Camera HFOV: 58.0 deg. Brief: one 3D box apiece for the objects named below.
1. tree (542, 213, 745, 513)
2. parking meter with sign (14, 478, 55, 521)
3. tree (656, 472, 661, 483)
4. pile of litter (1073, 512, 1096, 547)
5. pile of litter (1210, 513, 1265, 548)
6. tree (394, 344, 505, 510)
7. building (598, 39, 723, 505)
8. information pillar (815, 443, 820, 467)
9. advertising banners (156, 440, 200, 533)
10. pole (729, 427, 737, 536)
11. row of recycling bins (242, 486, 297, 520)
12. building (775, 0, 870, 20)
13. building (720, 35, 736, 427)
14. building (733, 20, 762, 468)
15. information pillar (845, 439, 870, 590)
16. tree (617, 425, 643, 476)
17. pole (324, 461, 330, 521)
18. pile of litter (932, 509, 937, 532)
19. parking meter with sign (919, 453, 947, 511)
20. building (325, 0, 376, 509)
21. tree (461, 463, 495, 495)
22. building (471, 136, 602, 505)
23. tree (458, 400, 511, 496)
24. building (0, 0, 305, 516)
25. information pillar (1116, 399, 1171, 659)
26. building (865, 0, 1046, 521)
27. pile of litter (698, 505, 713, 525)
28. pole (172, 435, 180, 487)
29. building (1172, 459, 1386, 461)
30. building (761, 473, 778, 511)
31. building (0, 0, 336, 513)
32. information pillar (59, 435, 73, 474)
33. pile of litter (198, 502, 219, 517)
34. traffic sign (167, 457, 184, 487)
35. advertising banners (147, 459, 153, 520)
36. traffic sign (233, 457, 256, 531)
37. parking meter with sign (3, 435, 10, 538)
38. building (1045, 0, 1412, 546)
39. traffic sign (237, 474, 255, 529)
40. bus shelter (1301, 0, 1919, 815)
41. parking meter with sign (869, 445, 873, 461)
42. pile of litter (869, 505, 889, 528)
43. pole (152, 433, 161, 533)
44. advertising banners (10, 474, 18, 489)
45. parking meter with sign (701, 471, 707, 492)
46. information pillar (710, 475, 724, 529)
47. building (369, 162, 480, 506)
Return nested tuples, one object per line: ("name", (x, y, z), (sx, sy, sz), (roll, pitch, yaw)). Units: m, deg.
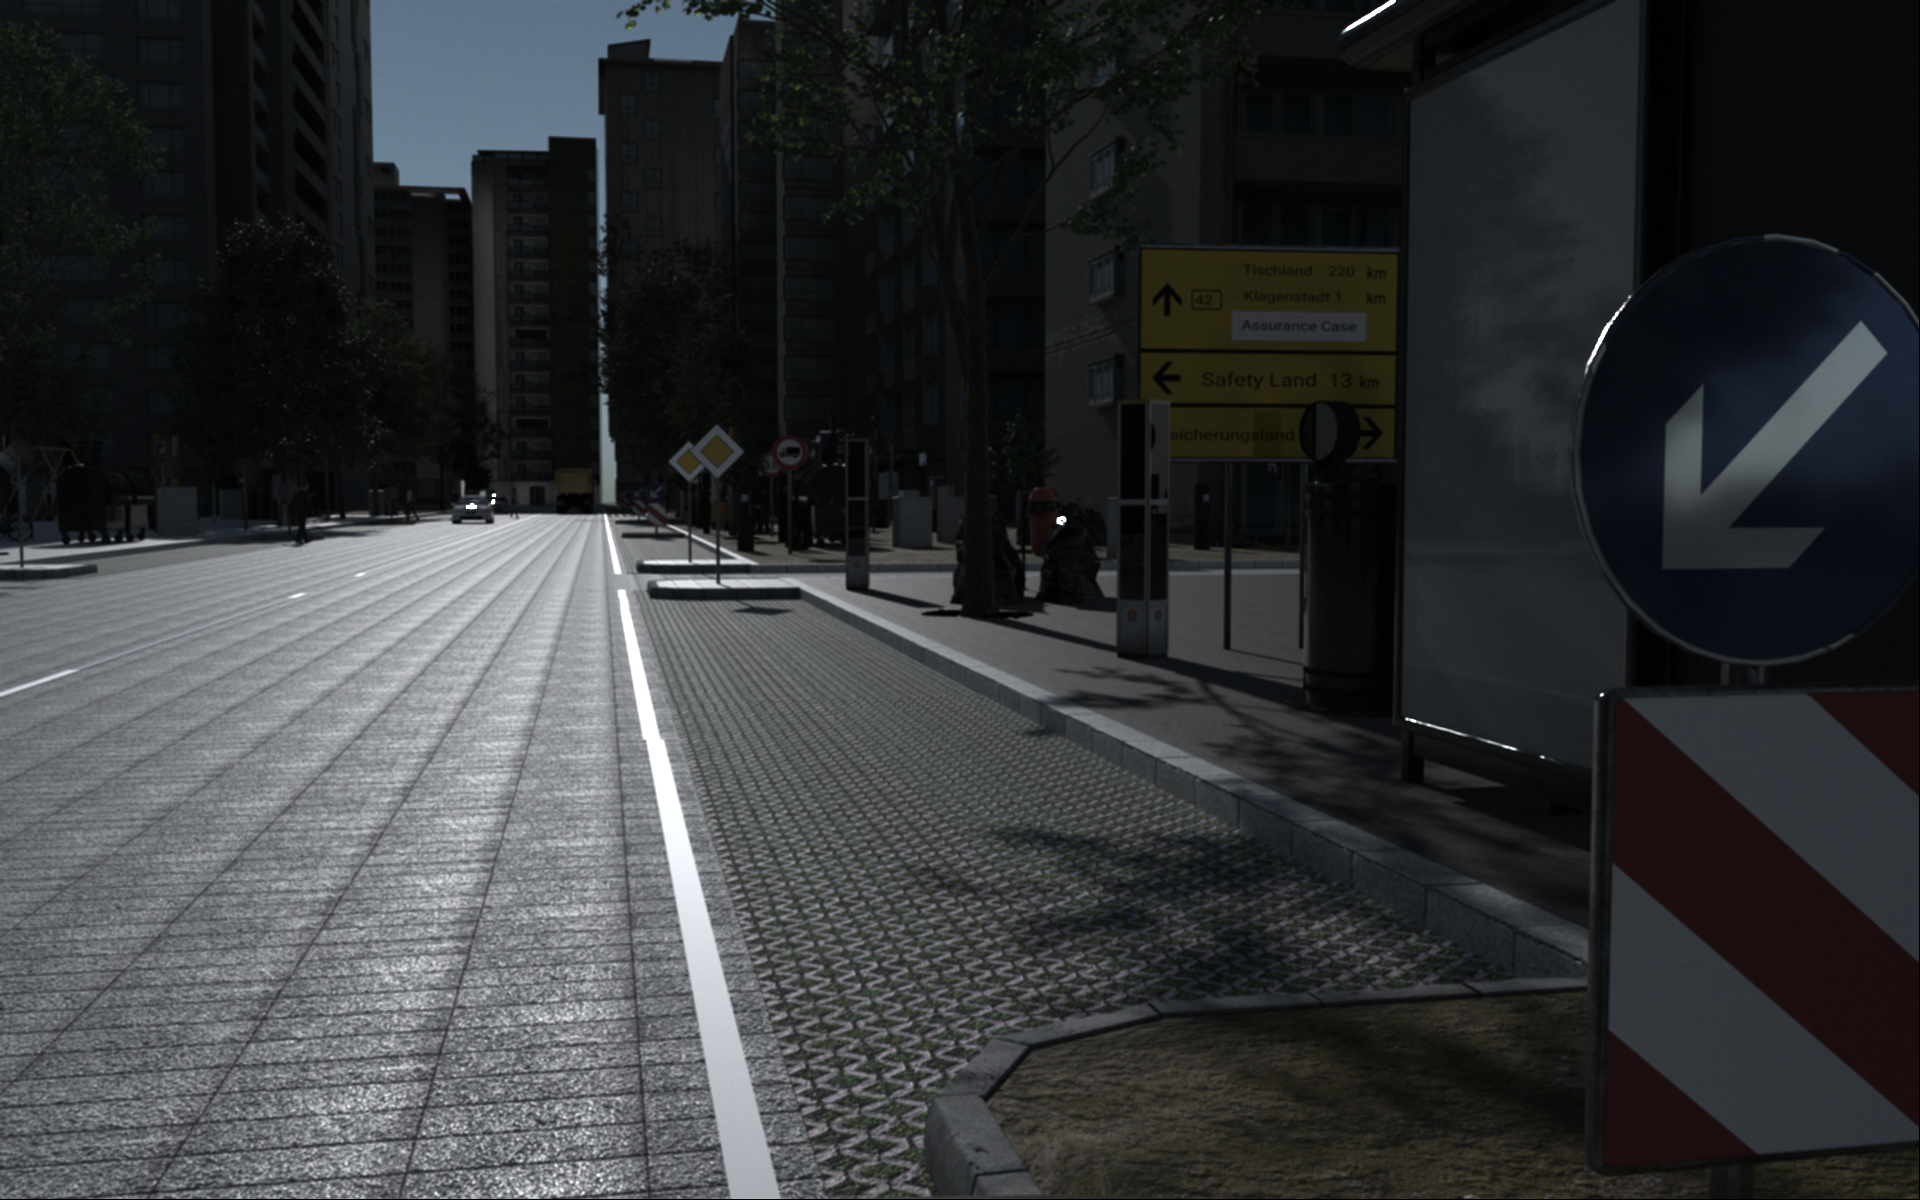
("tree", (-21.380, -16.047, 118.261), (12.611, 20.169, 13.585), (0, 3, 0))
("parking meter with sign", (-44.107, -5.269, 82.416), (1.738, 3.016, 0.543), (-1, 4, -9))
("tree", (-23.460, -8.648, 135.989), (1.663, 3.219, 1.824), (0, 3, 0))
("pile of litter", (2.613, -1.635, 40.697), (1.176, 0.858, 1.719), (2, 4, 32))
("pile of litter", (6.690, -1.708, 41.889), (1.176, 0.858, 1.719), (-1, 4, -12))
("tree", (-42.436, -14.152, 141.750), (12.009, 13.543, 11.850), (0, 3, 0))
("building", (-29.786, -38.055, 211.444), (27.495, 52.752, 28.713), (-1, 4, -12))
("information pillar", (-6.026, -5.081, 74.434), (0.504, 3.616, 0.183), (3, 5, 43))
("advertising banners", (-25.436, -3.675, 56.277), (2.074, 3.025, 0.090), (2, 4, 30))
("pole", (-6.947, -3.616, 52.958), (0.158, 3.312, 0.155), (0, 3, 0))
("row of recycling bins", (-34.166, -4.818, 85.889), (3.534, 1.692, 1.069), (2, 4, 25))
("building", (-5.570, -26.524, 117.268), (14.154, 41.232, 14.086), (-1, 4, -12))
("building", (-15.750, -31.701, 168.425), (14.600, 45.320, 14.200), (-1, 4, -12))
("building", (-13.166, -28.812, 154.669), (14.154, 41.232, 14.086), (-1, 4, -12))
("information pillar", (-1.374, -1.147, 23.242), (0.304, 2.012, 0.304), (0, 4, 1))
("tree", (-27.962, -12.428, 153.556), (4.737, 8.622, 4.395), (0, 3, 0))
("pole", (-30.062, -5.407, 82.253), (0.158, 3.312, 0.155), (0, 3, 0))
("pile of litter", (-0.777, -2.747, 58.883), (1.176, 0.858, 1.719), (-1, 4, -13))
("parking meter with sign", (-0.933, -4.759, 74.078), (1.738, 3.016, 0.543), (-3, 5, -42))
("building", (-66.268, -34.351, 150.873), (27.495, 52.752, 28.713), (-1, 4, -12))
("tree", (-49.127, -11.799, 176.623), (4.285, 4.588, 4.351), (0, 3, 0))
("building", (-48.889, -31.624, 200.642), (14.086, 41.232, 14.154), (-1, 4, -12))
("tree", (-46.421, -13.928, 162.127), (8.767, 10.594, 7.601), (-1, 4, -18))
("building", (-49.409, -25.886, 106.825), (14.154, 41.232, 14.086), (-1, 4, -12))
("information pillar", (1.436, -0.555, 13.570), (0.304, 2.012, 0.304), (3, 5, 41))
("building", (6.957, -29.108, 95.532), (23.786, 49.044, 30.456), (-1, 4, -12))
("pile of litter", (-10.370, -3.486, 70.966), (1.176, 0.858, 1.719), (3, 5, 39))
("pole", (-27.098, -4.041, 59.913), (0.158, 3.312, 0.155), (0, 3, 0))
("building", (26.966, -19.983, 171.768), (28.899, 21.520, 27.650), (-1, 4, -12))
("building", (0.340, -27.291, 138.083), (32.217, 40.220, 23.993), (-1, 4, -12))
("building", (-57.654, -30.543, 123.085), (21.300, 48.544, 21.600), (-1, 4, -12))
("information pillar", (-35.216, -4.706, 68.297), (0.504, 3.616, 0.183), (0, 4, -3))
("pile of litter", (-41.786, -5.041, 96.386), (1.176, 0.858, 1.719), (0, 4, 5))
("traffic sign", (-26.785, -3.596, 58.896), (0.768, 2.556, 0.104), (-1, 4, -10))
("advertising banners", (-40.310, -5.488, 85.911), (0.090, 3.025, 2.074), (-1, 4, -8))
("traffic sign", (-24.756, -3.660, 59.944), (0.768, 2.556, 0.104), (0, 4, -5))
("parking meter with sign", (-28.753, -3.321, 50.559), (1.738, 3.016, 0.543), (-3, 4, -36))
("building", (13.969, -26.305, 53.787), (21.600, 48.544, 21.300), (-1, 4, -12))
("traffic sign", (-25.928, -3.719, 62.929), (0.606, 2.300, 0.079), (0, 4, -5))
("bus shelter", (3.046, -1.756, 6.335), (2.179, 5.291, 8.768), (-1, 4, -12))
("parking meter with sign", (-3.719, -4.066, 62.743), (0.543, 3.016, 1.738), (-2, 4, -29))
("pile of litter", (-3.433, -3.196, 66.215), (1.719, 0.858, 1.176), (-2, 4, -27))
("pole", (-26.627, -3.889, 57.432), (0.158, 3.312, 0.155), (0, 3, 0))
("advertising banners", (-49.167, -5.819, 91.328), (2.074, 3.025, 0.090), (0, 4, 4))
("parking meter with sign", (-15.282, -6.554, 103.415), (0.543, 3.016, 1.738), (-1, 4, -9))
("information pillar", (-8.957, -4.435, 63.873), (0.504, 3.616, 0.183), (1, 4, 9))
("building", (-69.465, -31.400, 205.270), (23.993, 40.220, 32.217), (-1, 4, -12))
